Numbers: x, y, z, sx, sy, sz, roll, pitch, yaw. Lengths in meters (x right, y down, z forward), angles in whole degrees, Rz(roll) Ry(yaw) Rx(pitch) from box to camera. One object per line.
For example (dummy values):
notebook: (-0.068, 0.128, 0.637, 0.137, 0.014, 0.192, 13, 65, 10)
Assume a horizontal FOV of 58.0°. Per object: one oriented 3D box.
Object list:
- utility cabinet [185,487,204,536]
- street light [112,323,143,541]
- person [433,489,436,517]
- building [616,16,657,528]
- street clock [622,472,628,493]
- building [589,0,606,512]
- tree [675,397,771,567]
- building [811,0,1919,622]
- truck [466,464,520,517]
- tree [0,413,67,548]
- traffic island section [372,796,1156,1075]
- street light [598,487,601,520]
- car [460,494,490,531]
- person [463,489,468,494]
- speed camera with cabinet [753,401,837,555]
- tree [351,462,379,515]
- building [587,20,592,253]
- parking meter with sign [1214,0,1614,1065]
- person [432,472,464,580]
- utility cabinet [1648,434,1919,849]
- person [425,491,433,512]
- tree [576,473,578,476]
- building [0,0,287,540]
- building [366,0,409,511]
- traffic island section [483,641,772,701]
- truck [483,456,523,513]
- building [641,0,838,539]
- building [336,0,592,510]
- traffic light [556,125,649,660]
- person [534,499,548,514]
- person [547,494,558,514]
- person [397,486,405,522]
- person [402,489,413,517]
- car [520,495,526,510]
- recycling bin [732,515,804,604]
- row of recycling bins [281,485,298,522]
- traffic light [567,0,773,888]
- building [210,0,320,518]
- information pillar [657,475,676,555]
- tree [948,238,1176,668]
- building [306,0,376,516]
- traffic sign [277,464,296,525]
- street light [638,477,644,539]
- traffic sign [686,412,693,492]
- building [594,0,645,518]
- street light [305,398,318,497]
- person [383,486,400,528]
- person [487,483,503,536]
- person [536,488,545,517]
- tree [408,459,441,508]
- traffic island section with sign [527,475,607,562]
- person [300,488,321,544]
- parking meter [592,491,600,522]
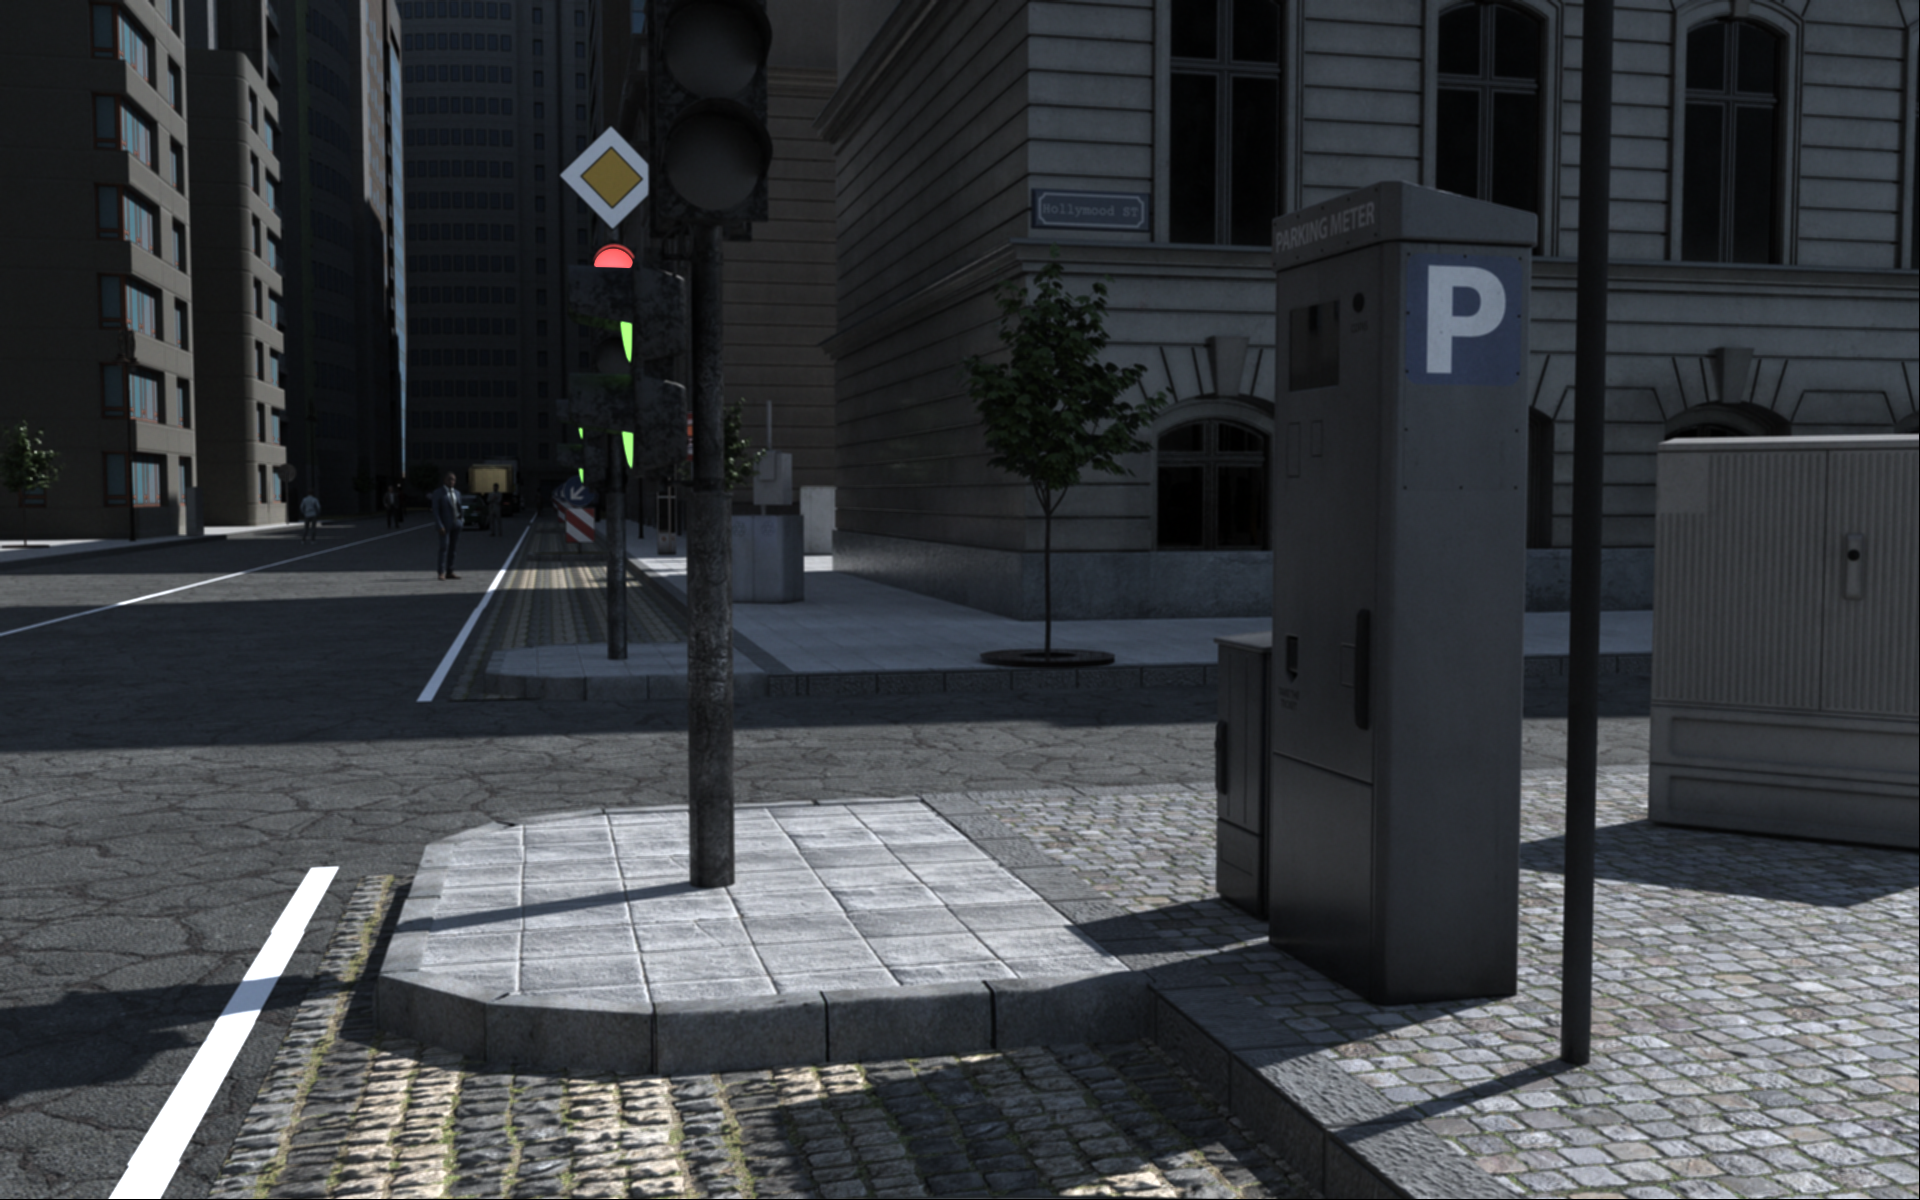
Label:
utility cabinet: (-23.314, -2.694, 52.733, 0.318, 1.500, 1.173, -1, 4, -14)
street light: (-22.572, -4.543, 47.071, 0.468, 5.910, 1.993, -1, 4, -13)
person: (-32.669, -6.080, 108.437, 0.750, 1.759, 0.617, 1, 4, 10)
building: (-8.451, -14.375, 76.830, 13.314, 21.916, 24.055, -1, 4, -13)
street clock: (-10.991, -3.152, 56.103, 0.358, 2.002, 0.471, 2, 4, 30)
building: (-18.134, -31.428, 137.546, 21.300, 48.544, 21.600, -1, 4, -13)
tree: (-4.048, -2.145, 29.669, 1.663, 3.219, 1.824, 0, 3, 0)
building: (15.907, -12.630, 25.581, 34.723, 24.649, 14.460, -1, 4, -13)
truck: (-29.918, -7.025, 110.777, 3.469, 3.379, 9.791, -1, 4, -14)
tree: (-22.306, -2.855, 41.283, 1.663, 3.219, 1.824, 0, 3, 0)
traffic island section: (-0.794, 1.013, 5.712, 2.009, 0.180, 2.903, -1, 4, -13)
street light: (-17.912, -6.911, 85.783, 0.468, 5.910, 1.993, -1, 4, -13)
car: (-19.804, -3.511, 69.202, 2.131, 1.459, 4.920, -1, 4, -12)
person: (-40.061, -8.053, 140.263, 1.348, 1.812, 0.705, 0, 4, -1)
speed camera with cabinet: (-3.329, -2.590, 36.684, 2.038, 3.252, 0.660, 1, 4, 17)
tree: (-36.361, -6.807, 105.900, 1.663, 3.219, 1.824, 0, 3, 0)
building: (-25.892, -28.814, 154.703, 14.154, 41.232, 14.086, -1, 4, -13)
parking meter with sign: (1.177, -0.512, 4.626, 0.543, 3.016, 1.738, -1, 4, -15)
person: (-8.623, -1.251, 29.143, 0.419, 1.800, 0.721, 2, 4, 26)
utility cabinet: (3.212, 0.138, 6.415, 1.173, 1.500, 0.318, 2, 4, 34)
person: (-41.949, -7.799, 136.945, 0.756, 1.711, 0.436, -3, 4, -36)
tree: (-34.960, -10.014, 158.328, 1.663, 3.219, 1.824, 0, 3, 0)
building: (-40.119, -13.112, 59.423, 27.650, 21.520, 28.899, -1, 4, -13)
building: (-54.986, -30.371, 146.677, 14.200, 45.320, 14.600, -1, 4, -13)
traffic island section: (-2.642, 0.538, 13.481, 2.009, 0.180, 2.903, -1, 4, -13)
truck: (-35.453, -8.900, 134.431, 2.839, 4.237, 11.283, -1, 4, -13)
building: (-2.982, -15.626, 52.744, 12.463, 27.353, 25.104, -1, 4, -13)
building: (-47.009, -38.845, 177.109, 28.212, 58.520, 21.231, -1, 4, -13)
traffic light: (-2.684, -1.495, 13.357, 0.839, 4.253, 0.868, -1, 4, -13)
person: (-30.604, -7.007, 126.323, 1.065, 1.426, 0.557, -1, 4, -10)
person: (-29.172, -6.894, 124.400, 0.628, 1.438, 0.799, 2, 4, 30)
person: (-28.393, -4.846, 87.688, 0.705, 1.831, 1.348, 0, 4, 6)
person: (-35.078, -6.117, 109.038, 1.217, 1.766, 0.721, -1, 4, -11)
car: (-39.945, -8.735, 155.184, 2.083, 1.381, 4.827, -1, 4, -15)
recycling bin: (-2.310, -0.492, 20.606, 0.722, 1.027, 0.722, 1, 4, 17)
row of recycling bins: (-31.853, -4.362, 78.437, 3.534, 1.692, 1.069, -1, 4, -16)
traffic light: (-0.835, -1.019, 5.588, 0.839, 4.253, 0.868, -1, 4, -13)
building: (-41.383, -24.748, 88.231, 14.154, 41.232, 14.086, -1, 4, -13)
information pillar: (-6.213, -1.968, 36.662, 0.304, 2.012, 0.304, 1, 4, 16)
tree: (0.808, -1.137, 13.189, 1.663, 3.219, 1.824, 0, 3, 0)
building: (-49.211, -34.590, 107.544, 21.231, 58.520, 28.212, -1, 4, -13)
traffic sign: (-28.194, -4.431, 72.555, 0.768, 2.556, 0.104, -1, 4, -10)
street light: (-9.200, -4.710, 49.798, 0.468, 5.910, 1.993, -1, 4, -13)
traffic sign: (-4.170, -1.647, 27.032, 0.768, 2.556, 0.104, -1, 4, -9)
building: (-13.546, -27.441, 98.771, 14.600, 45.320, 14.200, -1, 4, -13)
street light: (-31.130, -6.758, 83.280, 0.468, 5.910, 1.993, -1, 4, -13)
person: (-23.833, -3.903, 72.712, 0.661, 1.777, 0.834, -3, 5, -40)
person: (-15.870, -3.083, 59.083, 0.511, 1.800, 0.466, 0, 4, -7)
person: (-26.632, -6.189, 109.698, 0.705, 1.824, 1.348, -2, 4, -32)
tree: (-49.263, -10.744, 159.375, 4.285, 4.588, 4.351, 0, 3, 0)
traffic island section with sign: (-8.337, -1.761, 37.415, 1.989, 1.847, 2.006, -1, 4, -13)
person: (-18.670, -2.417, 49.823, 0.589, 1.601, 0.330, 0, 4, 2)
parking meter: (-16.741, -4.354, 79.591, 0.372, 1.533, 0.369, 0, 3, 0)
